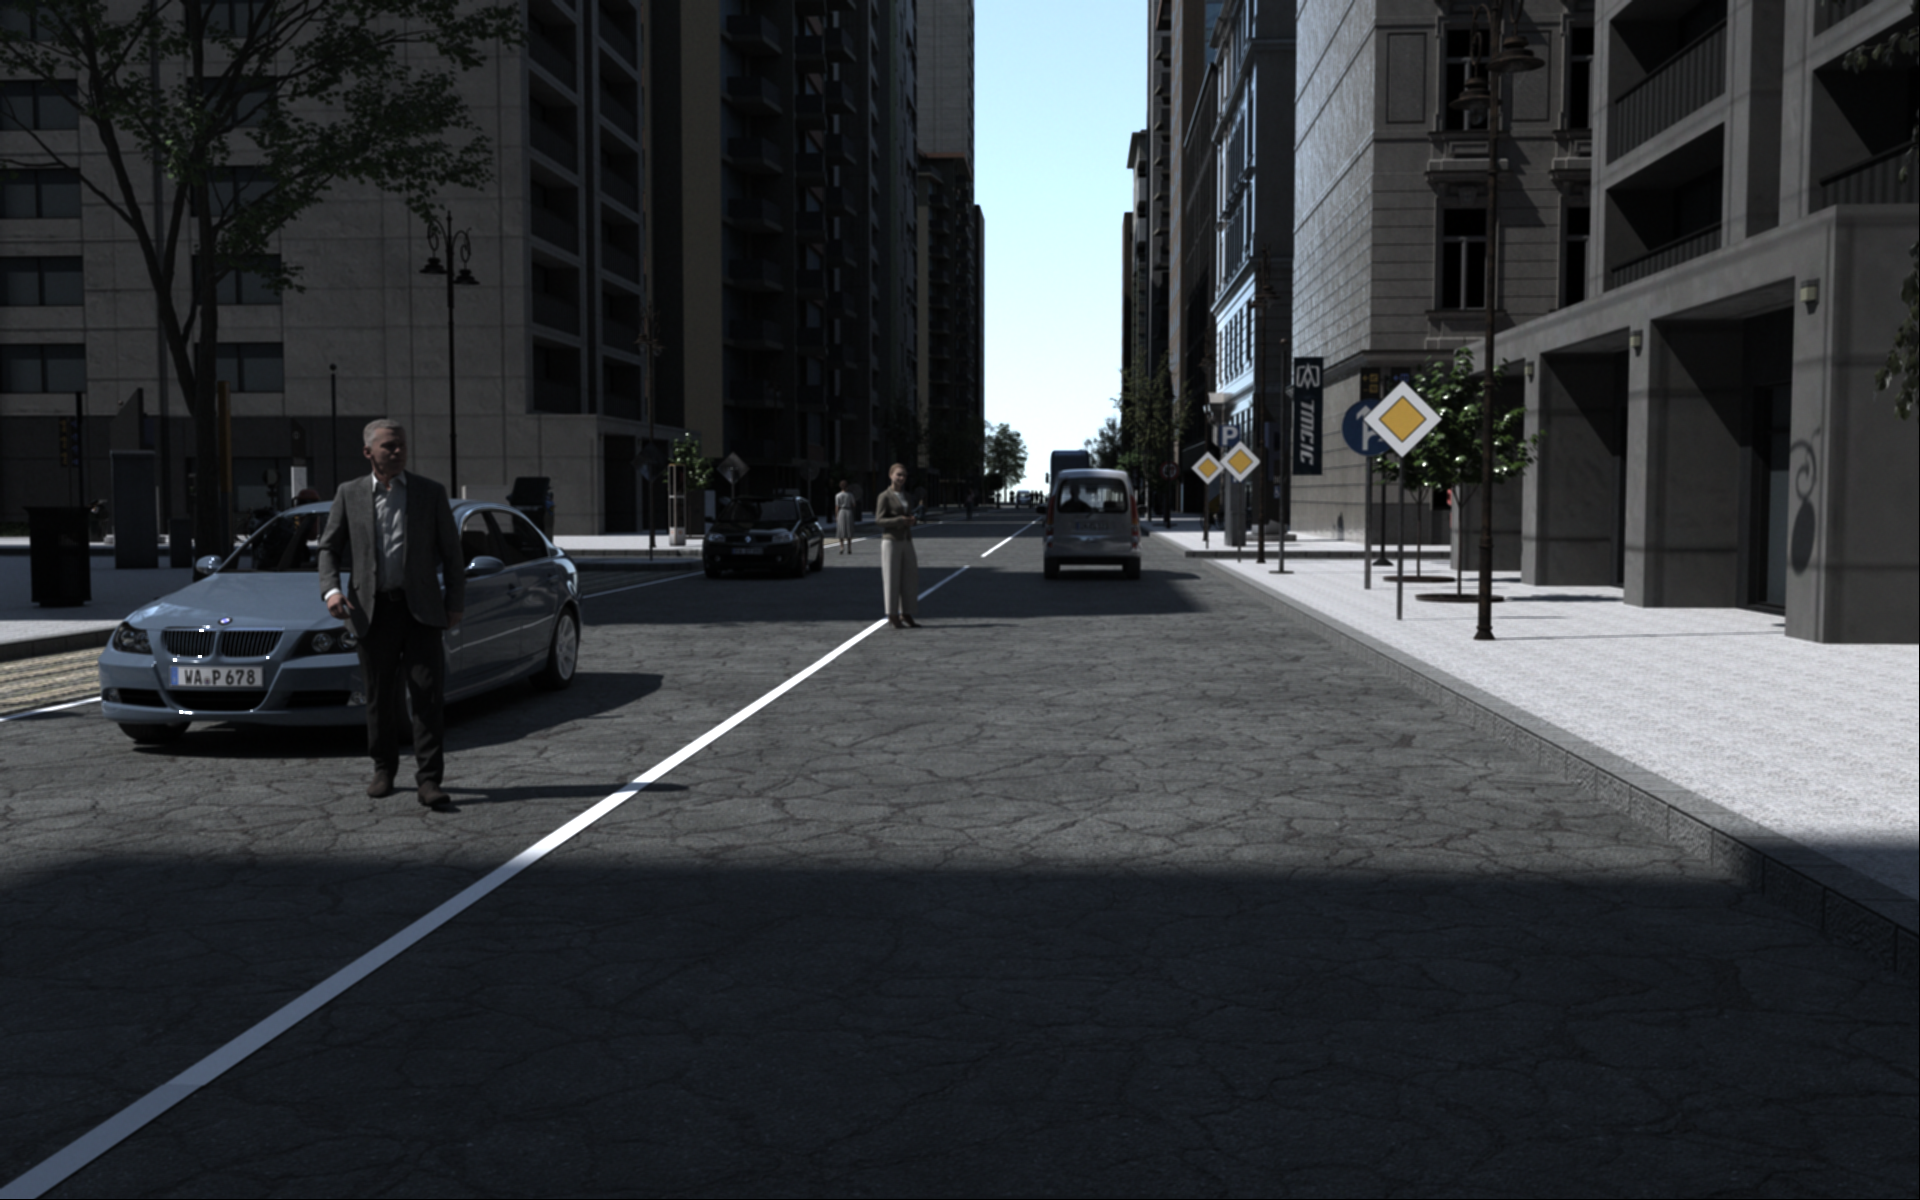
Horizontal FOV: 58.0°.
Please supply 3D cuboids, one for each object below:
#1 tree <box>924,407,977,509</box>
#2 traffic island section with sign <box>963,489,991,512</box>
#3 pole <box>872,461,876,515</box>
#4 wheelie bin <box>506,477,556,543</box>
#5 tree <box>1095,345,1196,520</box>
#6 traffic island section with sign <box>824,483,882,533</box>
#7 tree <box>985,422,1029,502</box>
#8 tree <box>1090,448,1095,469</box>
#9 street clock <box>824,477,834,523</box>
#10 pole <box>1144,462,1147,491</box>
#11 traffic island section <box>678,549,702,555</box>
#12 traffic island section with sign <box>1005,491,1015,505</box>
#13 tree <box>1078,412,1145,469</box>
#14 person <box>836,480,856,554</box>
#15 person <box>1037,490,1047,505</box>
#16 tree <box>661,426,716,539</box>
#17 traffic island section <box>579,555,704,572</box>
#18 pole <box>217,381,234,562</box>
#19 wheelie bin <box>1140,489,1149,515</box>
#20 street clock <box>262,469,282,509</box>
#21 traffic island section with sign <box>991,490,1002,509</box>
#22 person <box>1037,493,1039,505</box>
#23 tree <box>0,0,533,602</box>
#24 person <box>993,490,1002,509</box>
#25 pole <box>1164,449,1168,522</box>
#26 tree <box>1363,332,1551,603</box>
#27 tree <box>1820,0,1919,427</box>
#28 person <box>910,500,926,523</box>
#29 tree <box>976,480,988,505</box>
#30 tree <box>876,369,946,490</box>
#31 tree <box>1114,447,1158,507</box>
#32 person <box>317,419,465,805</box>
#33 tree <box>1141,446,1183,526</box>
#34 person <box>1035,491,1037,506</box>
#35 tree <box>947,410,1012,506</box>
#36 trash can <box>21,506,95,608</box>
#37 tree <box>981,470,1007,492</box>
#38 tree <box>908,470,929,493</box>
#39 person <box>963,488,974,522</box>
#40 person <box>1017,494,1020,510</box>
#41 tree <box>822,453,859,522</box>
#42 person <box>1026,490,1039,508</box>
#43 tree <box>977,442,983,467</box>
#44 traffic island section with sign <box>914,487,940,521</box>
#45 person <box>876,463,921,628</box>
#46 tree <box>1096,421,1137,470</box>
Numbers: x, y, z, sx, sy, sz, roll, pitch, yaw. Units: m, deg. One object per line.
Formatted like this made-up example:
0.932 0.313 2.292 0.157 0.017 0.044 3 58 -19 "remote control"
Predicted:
-1.325 -11.961 145.930 4.737 8.622 4.395 0 3 0 "tree"
1.272 -8.077 140.693 1.989 1.847 2.006 0 4 4 "traffic island section with sign"
-5.251 -6.842 105.712 0.158 3.312 0.155 0 3 0 "pole"
-7.863 -1.463 31.824 0.980 1.594 0.693 0 4 7 "wheelie bin"
9.621 -8.336 86.658 4.737 8.622 4.395 0 3 0 "tree"
-3.904 -3.371 63.740 1.989 1.847 2.006 0 4 4 "traffic island section with sign"
7.277 -21.779 274.210 7.486 12.596 7.792 0 3 0 "tree"
16.118 -14.140 181.548 4.737 8.622 4.395 0 3 0 "tree"
-5.692 -4.340 75.536 0.358 2.002 0.471 2 4 27 "street clock"
11.921 -7.198 111.536 0.158 3.312 0.155 0 3 0 "pole"
-5.417 -1.160 41.243 2.009 0.180 2.903 0 4 4 "traffic island section"
6.758 -13.072 222.348 1.989 1.847 2.006 0 4 4 "traffic island section with sign"
17.192 -16.123 198.022 8.767 10.594 7.601 0 4 5 "tree"
-2.732 -1.972 41.313 0.480 1.755 0.524 -1 4 -10 "person"
6.811 -8.227 143.797 0.721 1.735 1.217 -3 5 -40 "person"
-7.877 -3.367 49.656 1.663 3.219 1.824 0 3 0 "tree"
-5.953 -0.672 33.276 2.009 0.180 2.903 0 4 4 "traffic island section"
-13.284 -2.293 31.338 0.158 3.312 0.155 0 3 0 "pole"
11.107 -5.907 104.485 0.693 1.594 0.980 0 4 3 "wheelie bin"
-19.810 -2.773 49.906 0.471 2.002 0.358 0 4 8 "street clock"
3.097 -9.745 167.958 1.989 1.847 2.006 0 4 4 "traffic island section with sign"
10.081 -13.281 226.090 0.683 1.767 0.568 2 4 26 "person"
-9.136 -5.785 20.345 9.928 11.665 9.643 0 3 0 "tree"
3.618 -9.628 166.001 0.705 1.814 1.350 3 5 41 "person"
9.349 -5.178 78.510 0.158 3.312 0.155 0 3 0 "pole"
5.920 -1.599 20.746 1.663 3.219 1.824 0 3 0 "tree"
4.460 -3.460 6.940 4.360 8.622 3.978 0 3 0 "tree"
-2.053 -4.393 85.820 1.012 1.151 0.738 -2 4 -26 "person"
3.063 -13.385 213.445 1.663 3.219 1.824 0 3 0 "tree"
-3.214 -9.267 101.883 4.360 8.622 3.978 0 3 0 "tree"
12.212 -8.318 119.713 4.285 4.588 4.351 0 3 0 "tree"
-2.612 0.053 8.034 0.661 1.777 0.834 -2 4 -26 "person"
8.222 -4.648 70.596 1.663 3.219 1.824 0 3 0 "tree"
9.284 -12.408 211.001 0.705 1.869 1.348 0 4 8 "person"
2.440 -15.809 192.896 7.601 10.594 8.767 1 4 21 "tree"
-10.266 -0.496 19.761 0.748 1.137 0.748 0 3 0 "trash can"
4.431 -14.885 227.077 4.285 4.588 4.351 0 3 0 "tree"
-3.139 -7.958 124.711 1.663 3.219 1.824 0 3 0 "tree"
0.480 -4.955 90.111 0.593 1.750 0.643 1 4 16 "person"
5.378 -8.926 157.663 0.599 1.433 0.991 0 4 -5 "person"
-5.632 -5.236 80.207 1.663 3.219 1.824 0 3 0 "tree"
7.278 -10.137 174.205 1.348 1.831 0.705 0 4 3 "person"
-0.013 -12.746 158.753 4.737 8.622 4.395 0 3 0 "tree"
-2.069 -5.038 90.991 1.989 1.847 2.006 0 4 4 "traffic island section with sign"
-0.642 -0.579 18.523 0.362 1.759 0.519 3 5 43 "person"
15.800 -13.491 170.947 4.360 8.622 3.978 0 3 0 "tree"
